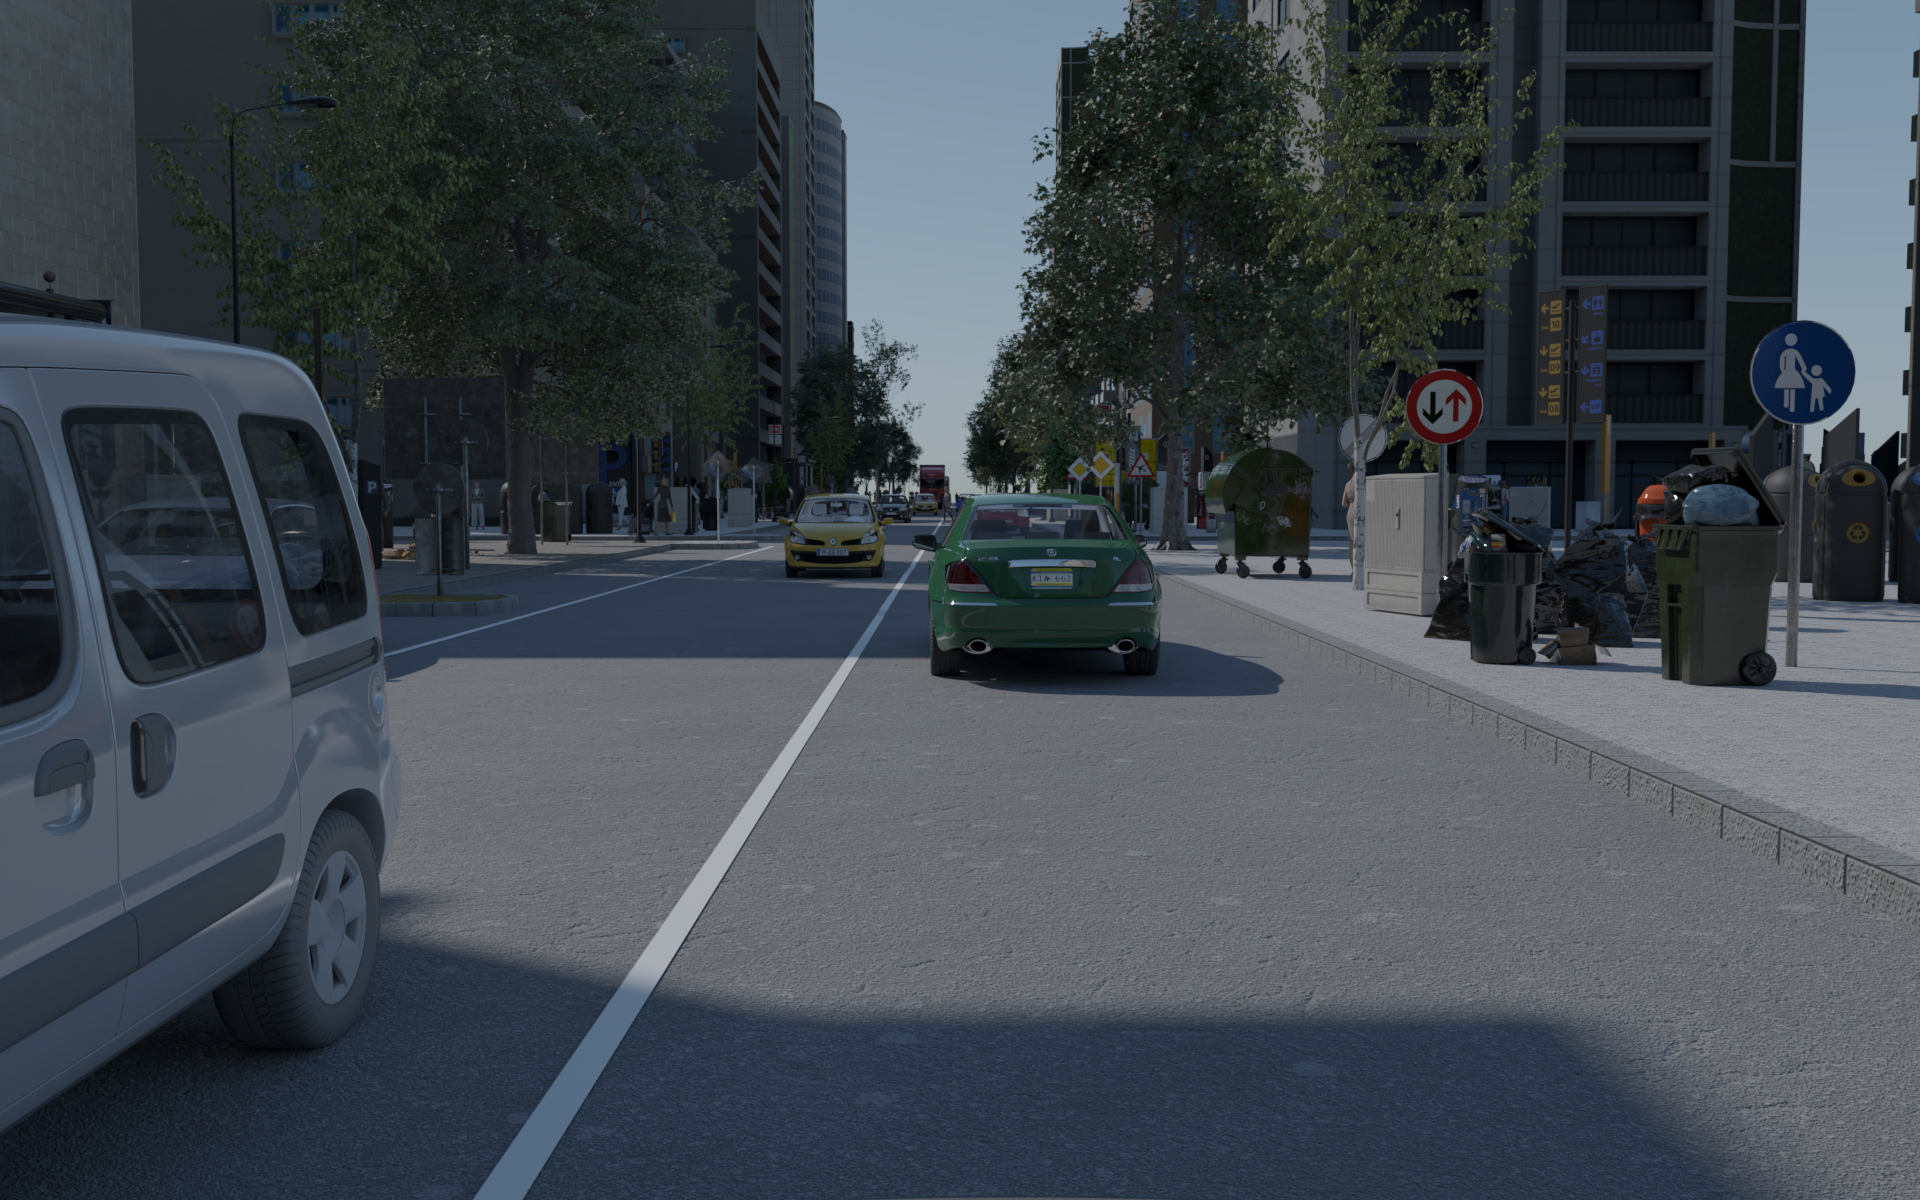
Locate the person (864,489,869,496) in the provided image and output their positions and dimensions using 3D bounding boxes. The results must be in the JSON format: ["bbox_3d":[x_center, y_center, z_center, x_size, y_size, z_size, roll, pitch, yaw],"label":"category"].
[{"bbox_3d":[-8.687,-9.440,161.053,0.621,1.740,0.551,1,4,11],"label":"person"}]

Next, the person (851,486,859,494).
[{"bbox_3d":[-4.415,-3.879,72.262,0.444,1.785,0.601,-2,4,-28],"label":"person"}]

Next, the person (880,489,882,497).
[{"bbox_3d":[-9.070,-11.744,198.076,1.348,1.822,0.705,1,4,23],"label":"person"}]

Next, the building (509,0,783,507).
[{"bbox_3d":[-28.516,-32.996,163.182,21.300,48.544,21.600,0,3,0],"label":"building"}]

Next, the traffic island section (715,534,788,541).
[{"bbox_3d":[-6.465,-1.945,54.087,2.009,0.180,2.903,0,3,0],"label":"traffic island section"}]

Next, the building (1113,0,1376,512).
[{"bbox_3d":[23.949,-43.785,154.138,20.563,71.187,20.611,0,3,0],"label":"building"}]

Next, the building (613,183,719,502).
[{"bbox_3d":[-31.325,-16.267,111.004,27.650,21.520,28.899,0,3,0],"label":"building"}]

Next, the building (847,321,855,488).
[{"bbox_3d":[-24.338,-30.967,278.005,14.160,30.474,14.107,0,3,0],"label":"building"}]

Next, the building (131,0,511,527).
[{"bbox_3d":[-28.255,-27.724,76.993,21.300,48.544,21.600,0,3,0],"label":"building"}]

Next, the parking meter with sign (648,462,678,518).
[{"bbox_3d":[-16.220,-5.984,94.103,1.738,3.016,0.543,1,4,13],"label":"parking meter with sign"}]

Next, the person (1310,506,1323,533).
[{"bbox_3d":[11.486,-2.784,57.060,1.012,1.151,0.738,2,4,28],"label":"person"}]

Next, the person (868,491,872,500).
[{"bbox_3d":[-12.551,-14.350,241.333,0.621,1.740,0.551,1,4,19],"label":"person"}]

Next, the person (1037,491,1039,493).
[{"bbox_3d":[4.472,-5.540,96.492,0.748,1.841,0.638,2,4,35],"label":"person"}]

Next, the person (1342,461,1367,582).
[{"bbox_3d":[5.880,-1.159,25.340,0.374,1.781,0.599,-2,4,-24],"label":"person"}]

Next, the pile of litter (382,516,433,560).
[{"bbox_3d":[-10.785,-1.235,34.159,1.176,0.858,1.719,-2,4,-27],"label":"pile of litter"}]

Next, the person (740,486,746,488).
[{"bbox_3d":[-14.981,-6.969,119.965,0.573,1.828,0.580,3,5,40],"label":"person"}]

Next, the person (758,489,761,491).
[{"bbox_3d":[-16.030,-8.070,138.788,0.445,1.727,0.742,-1,4,-16],"label":"person"}]

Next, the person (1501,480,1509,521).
[{"bbox_3d":[18.735,-3.244,59.670,0.643,1.750,0.593,-3,5,-40],"label":"person"}]

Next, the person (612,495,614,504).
[{"bbox_3d":[-13.442,-3.559,66.039,0.589,1.601,0.330,1,4,18],"label":"person"}]

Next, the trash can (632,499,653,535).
[{"bbox_3d":[-10.027,-2.636,54.760,0.748,1.137,0.748,0,3,0],"label":"trash can"}]

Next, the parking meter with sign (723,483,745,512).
[{"bbox_3d":[-16.155,-7.818,124.083,1.738,3.016,0.543,2,4,23],"label":"parking meter with sign"}]

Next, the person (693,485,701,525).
[{"bbox_3d":[-11.069,-4.052,72.322,0.581,1.822,0.654,-2,4,-27],"label":"person"}]

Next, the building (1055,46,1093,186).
[{"bbox_3d":[23.771,-51.306,277.096,20.563,71.187,20.611,0,3,0],"label":"building"}]

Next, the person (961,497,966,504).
[{"bbox_3d":[0.231,-3.859,75.873,0.394,1.301,0.425,0,4,-1],"label":"person"}]

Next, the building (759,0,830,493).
[{"bbox_3d":[-27.653,-48.460,230.576,20.563,71.187,20.611,0,3,0],"label":"building"}]

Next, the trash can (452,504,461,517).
[{"bbox_3d":[-13.525,-2.125,46.398,0.748,1.137,0.748,0,3,0],"label":"trash can"}]

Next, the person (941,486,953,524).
[{"bbox_3d":[-0.549,-4.501,82.274,0.728,1.800,0.709,-2,4,-31],"label":"person"}]

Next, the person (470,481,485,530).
[{"bbox_3d":[-17.127,-3.355,61.442,0.519,1.759,0.362,0,4,-8],"label":"person"}]

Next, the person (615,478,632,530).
[{"bbox_3d":[-11.884,-3.383,61.228,0.818,1.842,0.514,-3,5,-40],"label":"person"}]

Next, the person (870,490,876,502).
[{"bbox_3d":[-11.466,-13.922,233.799,1.348,1.807,0.705,1,4,14],"label":"person"}]

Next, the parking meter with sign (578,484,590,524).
[{"bbox_3d":[-16.203,-4.834,75.297,1.738,3.016,0.543,-2,4,-29],"label":"parking meter with sign"}]

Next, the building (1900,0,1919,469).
[{"bbox_3d":[52.763,-27.401,71.705,21.600,48.544,21.300,0,3,0],"label":"building"}]

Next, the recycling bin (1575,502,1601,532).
[{"bbox_3d":[21.197,-2.792,58.199,0.722,1.027,0.722,-1,4,-13],"label":"recycling bin"}]

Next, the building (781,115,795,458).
[{"bbox_3d":[-25.023,-30.469,181.770,14.154,41.232,14.086,0,3,0],"label":"building"}]

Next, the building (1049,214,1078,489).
[{"bbox_3d":[20.611,-37.333,260.512,14.600,45.320,14.200,0,3,0],"label":"building"}]

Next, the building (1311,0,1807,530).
[{"bbox_3d":[23.658,-38.651,70.195,20.611,71.187,20.563,0,3,0],"label":"building"}]

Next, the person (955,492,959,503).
[{"bbox_3d":[-0.442,-13.402,228.542,0.541,1.710,0.530,-1,4,-11],"label":"person"}]

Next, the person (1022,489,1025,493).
[{"bbox_3d":[5.025,-7.773,134.077,0.756,1.711,0.436,0,4,0],"label":"person"}]

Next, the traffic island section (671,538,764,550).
[{"bbox_3d":[-6.464,-1.457,46.102,2.009,0.180,2.903,0,3,0],"label":"traffic island section"}]

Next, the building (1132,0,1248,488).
[{"bbox_3d":[19.685,-28.830,121.473,14.600,45.320,14.200,0,3,0],"label":"building"}]

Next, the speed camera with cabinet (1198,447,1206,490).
[{"bbox_3d":[10.562,-4.805,72.896,0.660,3.252,2.038,0,4,-6],"label":"speed camera with cabinet"}]

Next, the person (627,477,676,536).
[{"bbox_3d":[-9.550,-2.896,53.617,1.509,1.804,0.699,-1,4,-10],"label":"person"}]

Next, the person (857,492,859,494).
[{"bbox_3d":[-9.803,-9.665,164.611,0.990,1.755,0.434,-2,4,-26],"label":"person"}]

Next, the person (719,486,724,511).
[{"bbox_3d":[-14.919,-6.192,107.526,0.600,1.795,0.529,-2,4,-30],"label":"person"}]

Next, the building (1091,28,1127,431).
[{"bbox_3d":[25.394,-34.293,180.300,23.786,49.044,30.456,0,3,0],"label":"building"}]

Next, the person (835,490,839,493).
[{"bbox_3d":[-10.499,-8.695,148.929,1.217,1.743,0.721,-1,4,-13],"label":"person"}]

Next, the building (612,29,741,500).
[{"bbox_3d":[-34.502,-27.450,140.681,32.217,40.220,23.993,0,3,0],"label":"building"}]

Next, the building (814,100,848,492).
[{"bbox_3d":[-28.007,-43.629,255.328,21.231,58.520,28.212,0,3,0],"label":"building"}]

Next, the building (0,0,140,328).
[{"bbox_3d":[-26.071,-10.829,31.801,16.860,20.320,10.420,0,3,0],"label":"building"}]

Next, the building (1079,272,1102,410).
[{"bbox_3d":[29.238,-33.611,241.414,32.217,40.220,23.993,0,3,0],"label":"building"}]

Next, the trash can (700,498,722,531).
[{"bbox_3d":[-8.697,-2.989,60.528,0.748,1.137,0.748,0,3,0],"label":"trash can"}]
